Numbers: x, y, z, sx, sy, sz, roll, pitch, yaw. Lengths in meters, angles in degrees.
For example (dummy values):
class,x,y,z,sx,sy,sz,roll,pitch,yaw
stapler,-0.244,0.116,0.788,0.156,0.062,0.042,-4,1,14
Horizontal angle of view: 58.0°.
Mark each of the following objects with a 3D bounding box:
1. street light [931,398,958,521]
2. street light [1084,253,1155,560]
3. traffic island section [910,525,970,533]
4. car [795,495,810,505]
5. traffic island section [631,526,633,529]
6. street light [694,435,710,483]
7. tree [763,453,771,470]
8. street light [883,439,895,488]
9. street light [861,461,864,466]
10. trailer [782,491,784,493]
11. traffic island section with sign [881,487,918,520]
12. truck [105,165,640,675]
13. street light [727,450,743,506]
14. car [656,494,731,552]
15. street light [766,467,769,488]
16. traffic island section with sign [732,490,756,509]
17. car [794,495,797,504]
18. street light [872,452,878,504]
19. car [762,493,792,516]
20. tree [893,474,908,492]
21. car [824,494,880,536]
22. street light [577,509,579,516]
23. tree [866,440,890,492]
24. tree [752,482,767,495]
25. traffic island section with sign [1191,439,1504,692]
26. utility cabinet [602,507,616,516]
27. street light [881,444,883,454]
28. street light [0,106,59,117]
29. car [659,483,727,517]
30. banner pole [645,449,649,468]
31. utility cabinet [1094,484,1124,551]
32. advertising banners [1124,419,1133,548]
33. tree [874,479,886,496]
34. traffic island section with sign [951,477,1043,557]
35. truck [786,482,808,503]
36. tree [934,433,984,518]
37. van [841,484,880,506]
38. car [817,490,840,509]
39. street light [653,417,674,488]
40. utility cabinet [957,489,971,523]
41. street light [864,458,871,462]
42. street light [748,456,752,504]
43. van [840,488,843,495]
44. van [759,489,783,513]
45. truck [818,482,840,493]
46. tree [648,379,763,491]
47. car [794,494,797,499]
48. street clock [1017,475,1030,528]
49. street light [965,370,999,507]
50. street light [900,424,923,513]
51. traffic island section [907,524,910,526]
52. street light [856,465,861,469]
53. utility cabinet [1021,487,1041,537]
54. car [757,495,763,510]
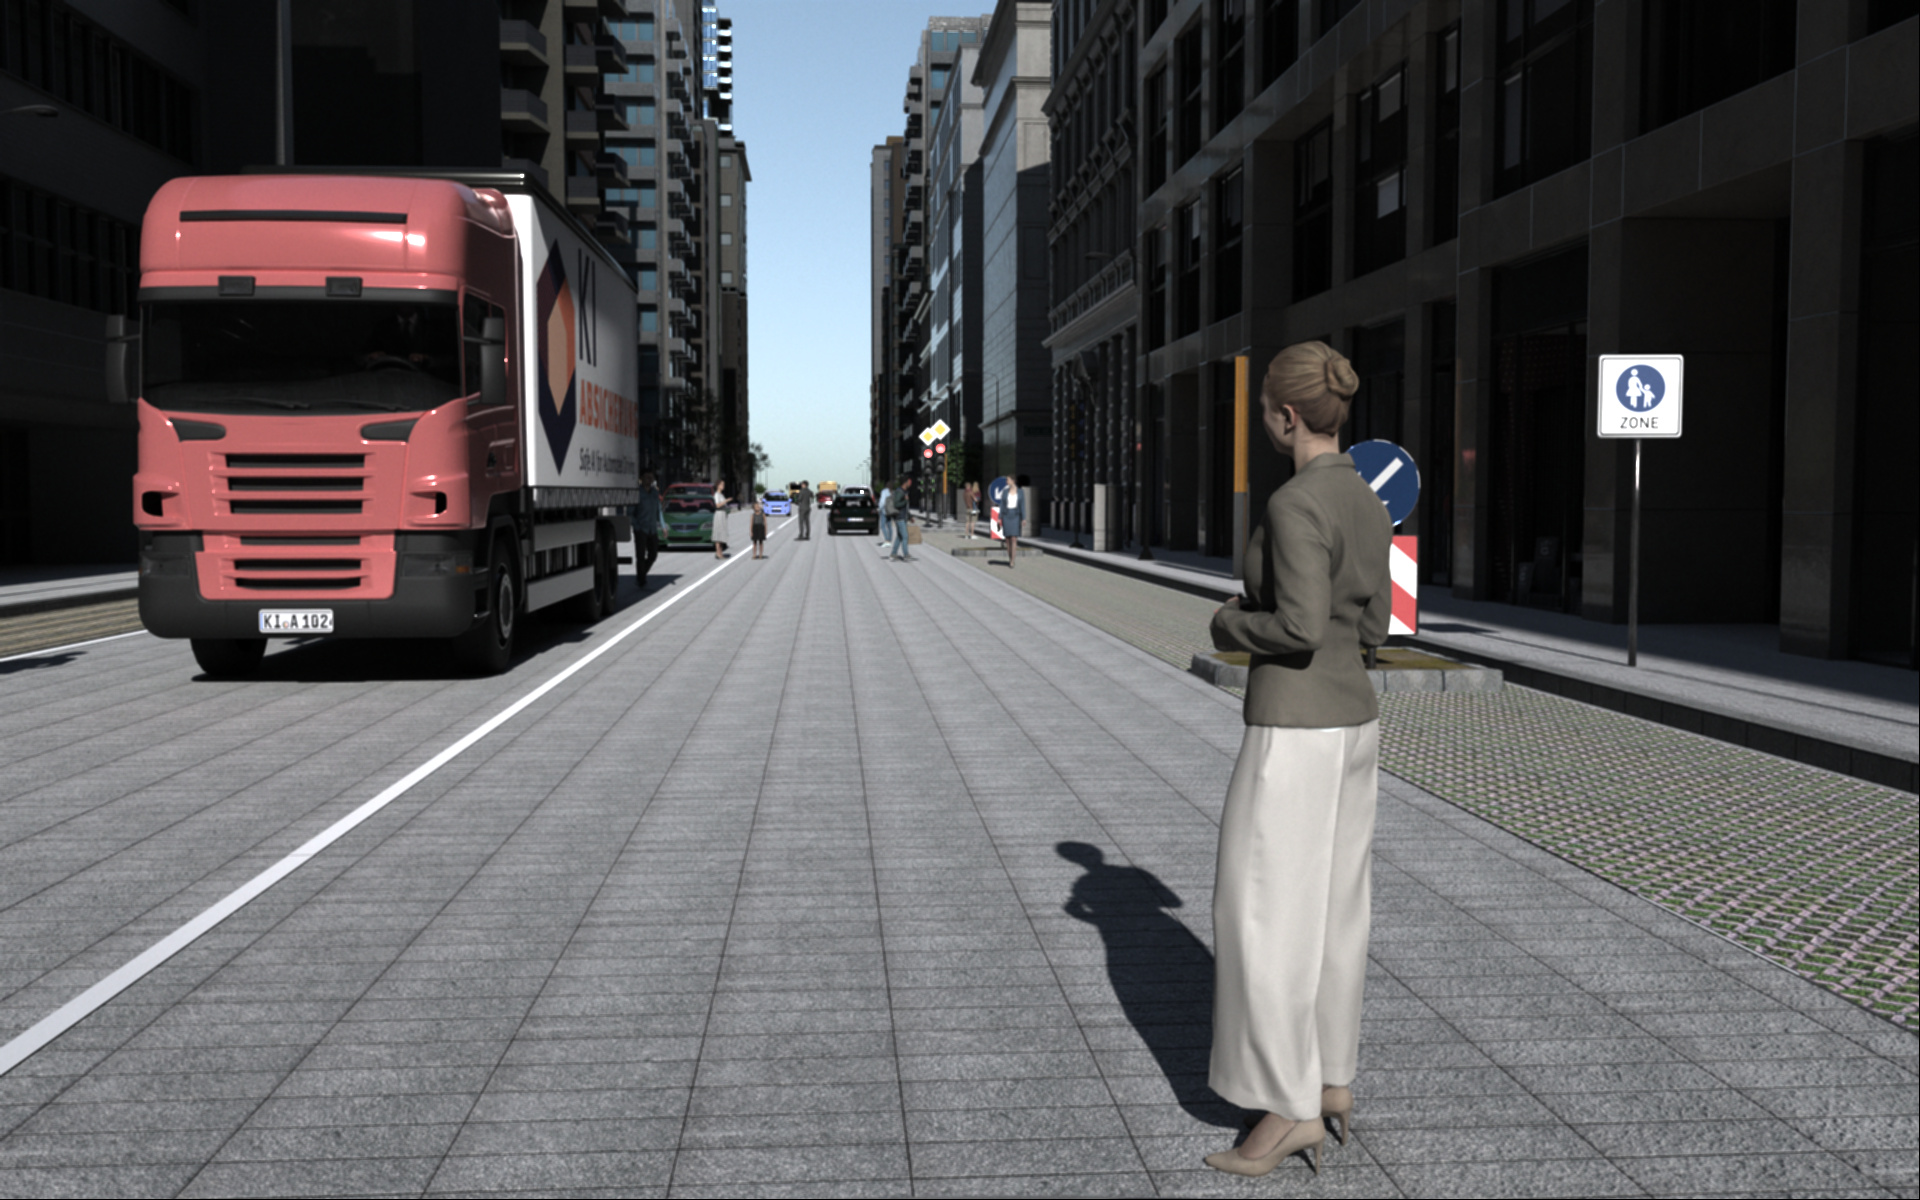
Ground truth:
class,x,y,z,sx,sy,sz,roll,pitch,yaw
street light,-0.697,-6.810,83.883,1.470,5.913,1.316,0,4,-4
street light,3.090,-3.731,33.538,1.470,5.913,1.316,0,4,-4
traffic island section,-0.721,-2.609,64.931,2.009,0.180,2.903,0,4,-4
car,-20.148,-13.023,222.714,2.009,1.686,4.222,0,4,-3
traffic island section,-13.931,-3.038,71.945,2.009,0.180,2.903,0,4,-4
street light,-20.211,-9.972,135.583,1.470,5.913,1.316,0,4,-4
tree,-28.160,-17.496,220.474,8.767,10.594,7.601,-1,4,-16
street light,-5.575,-10.678,147.130,1.470,5.913,1.316,0,4,-4
street light,-12.892,-16.590,243.779,1.470,5.913,1.316,0,4,-4
trailer,-30.780,-17.751,297.282,1.471,1.999,3.904,0,4,-3
traffic island section with sign,-3.368,-5.315,95.531,1.989,1.847,2.006,0,4,-4
truck,-5.052,-1.726,17.141,2.839,4.237,11.283,0,4,-4
street light,-23.554,-12.696,180.115,1.470,5.913,1.316,0,4,-4
car,-6.954,-2.001,44.522,2.131,1.459,4.920,0,4,-6
street light,-32.242,-19.637,293.601,1.470,5.913,1.316,0,4,-4
traffic island section with sign,-21.424,-9.911,170.673,1.989,1.847,2.006,0,4,-4
car,-22.256,-14.303,242.656,1.959,1.807,4.718,0,4,-3
street light,-8.923,-13.471,192.789,1.470,5.913,1.316,0,4,-4
car,-11.841,-6.285,112.342,1.945,1.707,3.694,0,4,-4
tree,-5.202,-9.809,154.975,1.663,3.219,1.824,0,3,0
car,-3.785,-3.146,61.228,2.009,1.686,4.222,0,4,-6
street light,-15.475,-6.113,72.487,1.470,5.913,1.316,0,4,-4
tree,-10.515,-17.253,232.441,4.360,8.622,3.978,0,3,0
tree,-29.823,-16.015,256.446,1.663,3.219,1.824,0,3,0
traffic island section with sign,2.860,-0.290,13.363,1.989,1.847,2.006,0,4,-4
utility cabinet,-16.237,-4.217,80.110,0.306,1.237,1.020,1,4,10
street light,-6.652,-11.519,160.882,1.470,5.913,1.316,0,4,-4
street light,-11.479,-2.954,20.836,1.470,5.913,1.316,0,4,-4
car,-8.905,-2.984,57.468,2.281,1.827,5.304,0,4,-2
banner pole,-17.548,-6.563,97.323,0.401,3.779,0.863,0,4,1
utility cabinet,3.348,-1.842,38.795,0.318,1.500,1.173,2,4,24
advertising banners,4.020,-2.754,41.221,0.090,3.025,2.074,0,4,2
tree,-9.906,-13.477,214.950,1.663,3.219,1.824,0,3,0
traffic island section with sign,0.824,-1.935,40.272,1.989,1.847,2.006,0,4,-4
truck,-26.786,-17.722,285.669,3.469,3.379,9.791,0,4,-4
tree,0.371,-6.651,92.462,4.285,4.588,4.351,0,3,0
van,-4.504,-4.244,76.402,2.013,2.044,4.112,0,4,-3
car,-12.684,-9.718,167.565,2.281,1.827,5.304,0,4,-3
street light,-17.863,-8.041,104.015,1.470,5.913,1.316,0,4,-4
utility cabinet,0.223,-4.046,74.830,0.318,1.500,1.173,-1,4,-21
street light,-11.320,-15.390,224.162,1.470,5.913,1.316,0,4,-4
street light,-26.051,-14.614,211.480,1.470,5.913,1.316,0,4,-4
van,-6.587,-6.017,105.384,2.013,2.044,4.112,0,4,-3
van,-14.519,-7.791,134.388,2.013,2.044,4.112,0,4,-2
truck,-20.349,-16.613,267.548,3.469,3.379,9.791,0,4,-3
tree,-21.850,-12.677,141.677,8.767,10.594,7.601,1,4,14
car,-25.309,-16.140,273.680,2.009,1.686,4.222,0,4,-3
street clock,2.370,-3.683,64.794,0.471,2.002,0.358,2,4,29
street light,0.865,-5.650,64.924,1.470,5.913,1.316,0,4,-4
street light,-3.128,-8.753,115.650,1.470,5.913,1.316,0,4,-4
traffic island section,-1.325,-3.096,72.893,2.009,0.180,2.903,0,4,-4
street light,-17.713,-20.460,307.061,1.470,5.913,1.316,0,4,-4
utility cabinet,2.134,-2.623,51.557,0.318,1.500,1.173,1,4,18
car,-17.341,-8.841,156.904,2.083,1.381,4.827,0,4,-5
